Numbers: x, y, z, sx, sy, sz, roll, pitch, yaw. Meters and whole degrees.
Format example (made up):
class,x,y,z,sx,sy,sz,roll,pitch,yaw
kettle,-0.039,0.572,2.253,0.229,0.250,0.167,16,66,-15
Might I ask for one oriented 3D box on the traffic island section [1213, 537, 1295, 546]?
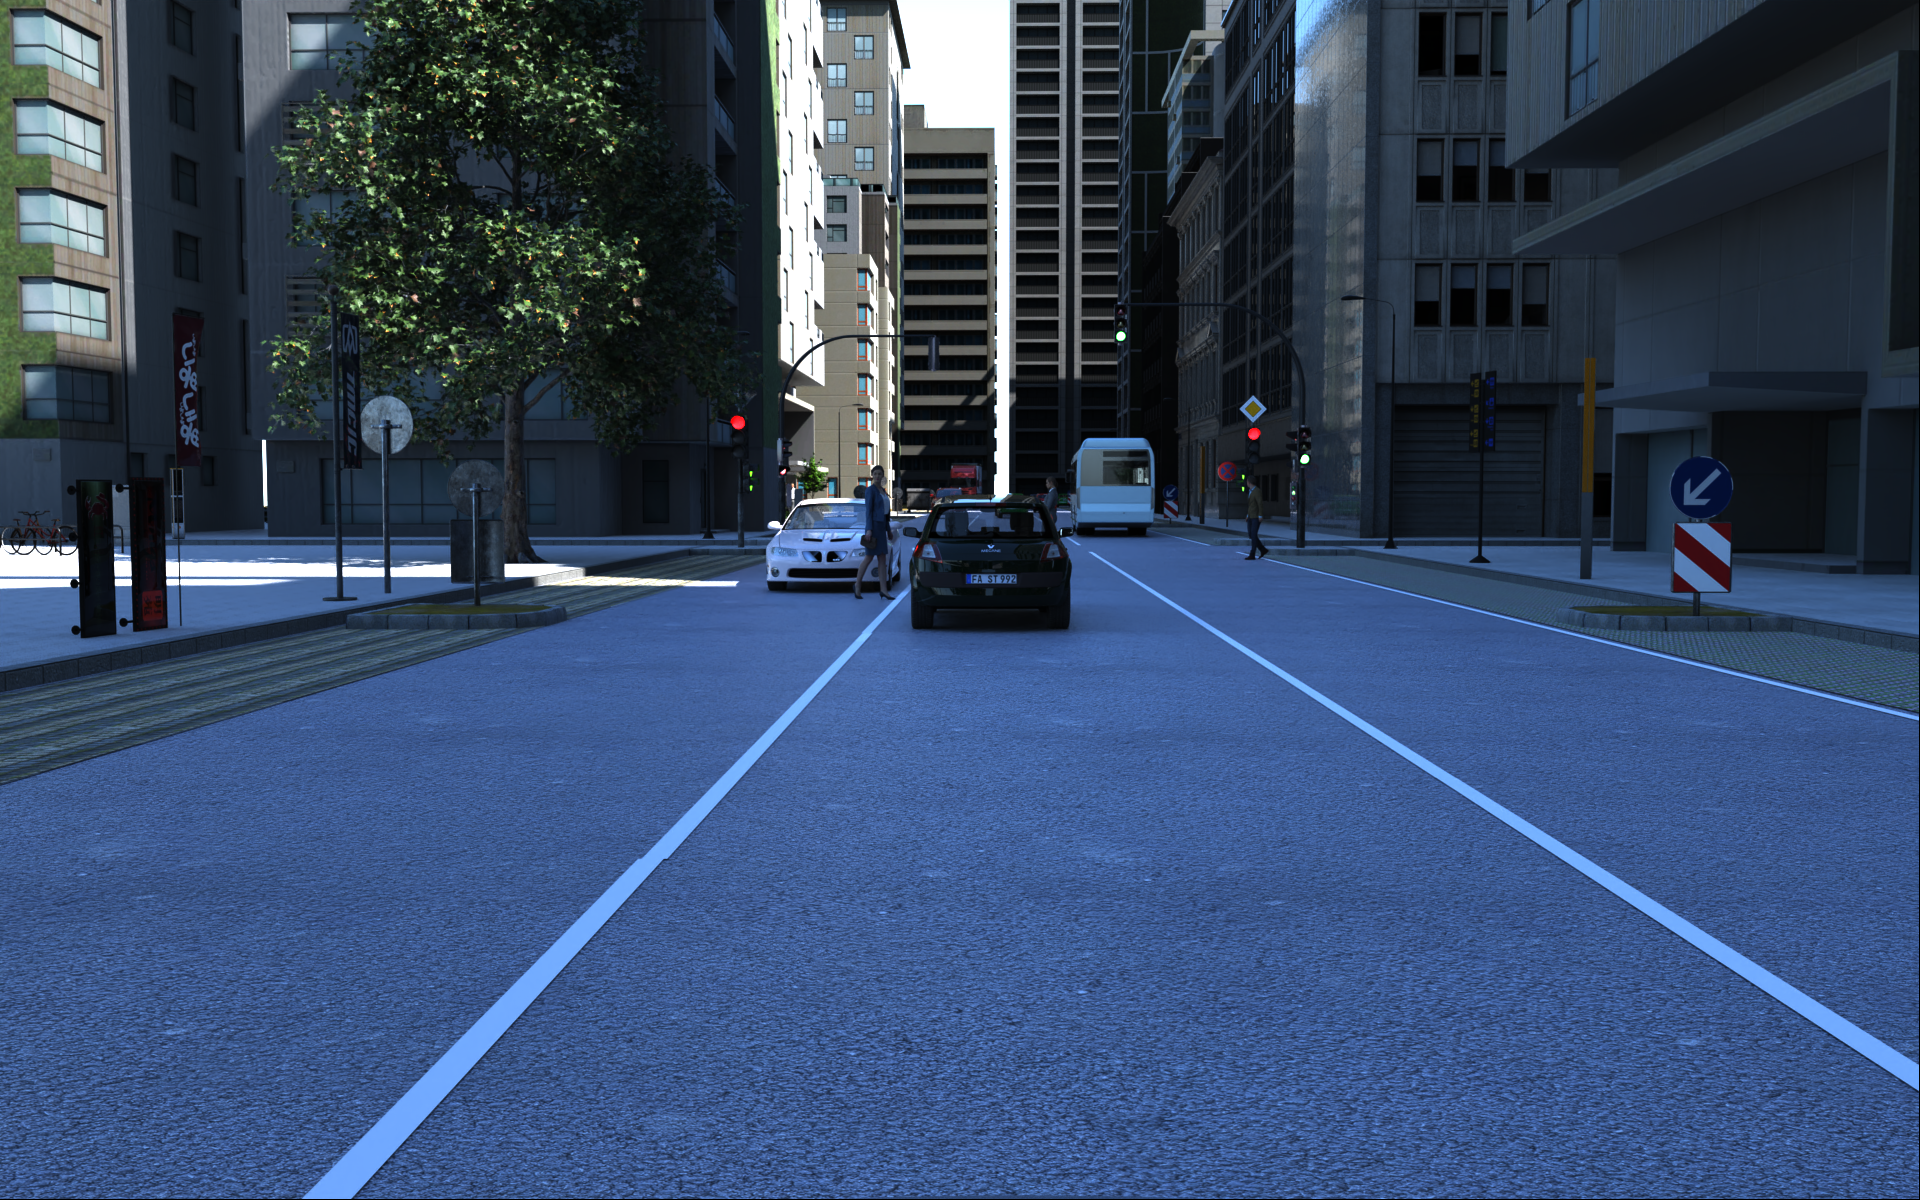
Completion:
class,x,y,z,sx,sy,sz,roll,pitch,yaw
traffic island section,8.329,-1.656,49.360,2.009,0.180,2.903,0,4,1

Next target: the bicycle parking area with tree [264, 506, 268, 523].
class,x,y,z,sx,sy,sz,roll,pitch,yaw
bicycle parking area with tree,-29.606,-5.300,73.654,8.231,4.147,9.016,-3,5,-42

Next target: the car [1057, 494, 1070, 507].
class,x,y,z,sx,sy,sz,roll,pitch,yaw
car,11.190,-10.862,186.391,1.959,1.807,4.718,0,4,-1

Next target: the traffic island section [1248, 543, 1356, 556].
class,x,y,z,sx,sy,sz,roll,pitch,yaw
traffic island section,8.150,-1.168,41.377,2.009,0.180,2.903,0,4,1

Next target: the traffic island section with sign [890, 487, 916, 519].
class,x,y,z,sx,sy,sz,roll,pitch,yaw
traffic island section with sign,-3.617,-5.686,101.592,1.989,1.847,2.006,0,4,1

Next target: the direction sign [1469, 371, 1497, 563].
class,x,y,z,sx,sy,sz,roll,pitch,yaw
direction sign,9.714,-2.462,32.259,0.379,3.537,0.876,-1,4,-13

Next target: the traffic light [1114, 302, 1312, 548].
class,x,y,z,sx,sy,sz,roll,pitch,yaw
traffic light,6.017,-4.067,41.170,4.771,5.953,1.251,0,4,1

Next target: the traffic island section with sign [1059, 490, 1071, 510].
class,x,y,z,sx,sy,sz,roll,pitch,yaw
traffic island section with sign,11.233,-10.380,178.342,1.989,1.847,2.006,0,4,1

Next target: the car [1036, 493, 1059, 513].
class,x,y,z,sx,sy,sz,roll,pitch,yaw
car,6.594,-7.676,134.540,2.155,1.783,4.494,0,4,2

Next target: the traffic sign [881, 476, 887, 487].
class,x,y,z,sx,sy,sz,roll,pitch,yaw
traffic sign,-5.291,-7.128,116.650,0.768,2.556,0.104,0,4,3

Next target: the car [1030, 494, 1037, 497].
class,x,y,z,sx,sy,sz,roll,pitch,yaw
car,7.375,-9.491,167.180,2.014,1.417,4.499,0,4,2

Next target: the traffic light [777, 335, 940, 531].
class,x,y,z,sx,sy,sz,roll,pitch,yaw
traffic light,-2.975,-4.578,49.519,4.771,5.953,1.251,0,4,1

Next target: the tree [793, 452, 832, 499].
class,x,y,z,sx,sy,sz,roll,pitch,yaw
tree,-6.707,-5.176,79.235,1.663,3.219,1.824,0,3,0

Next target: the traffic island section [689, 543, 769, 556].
class,x,y,z,sx,sy,sz,roll,pitch,yaw
traffic island section,-5.288,-1.187,41.683,2.009,0.180,2.903,0,4,1

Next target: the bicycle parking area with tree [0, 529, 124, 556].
class,x,y,z,sx,sy,sz,roll,pitch,yaw
bicycle parking area with tree,-22.161,-2.935,34.989,9.016,4.147,8.231,2,4,28

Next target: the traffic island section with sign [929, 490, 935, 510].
class,x,y,z,sx,sy,sz,roll,pitch,yaw
traffic island section with sign,-2.469,-8.760,151.845,1.989,1.847,2.006,0,4,1

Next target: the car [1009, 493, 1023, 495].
class,x,y,z,sx,sy,sz,roll,pitch,yaw
car,3.145,-5.821,103.965,1.959,1.807,4.718,0,4,-1

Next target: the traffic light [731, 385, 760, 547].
class,x,y,z,sx,sy,sz,roll,pitch,yaw
traffic light,-5.248,-3.219,41.548,0.839,4.253,0.868,0,4,1

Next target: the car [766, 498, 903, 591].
class,x,y,z,sx,sy,sz,roll,pitch,yaw
car,-1.919,-0.910,27.234,2.083,1.381,4.827,0,4,1

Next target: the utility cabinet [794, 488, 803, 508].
class,x,y,z,sx,sy,sz,roll,pitch,yaw
utility cabinet,-6.389,-3.657,68.464,0.318,1.500,1.173,0,4,-3

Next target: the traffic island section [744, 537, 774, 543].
class,x,y,z,sx,sy,sz,roll,pitch,yaw
traffic island section,-5.108,-1.675,49.667,2.009,0.180,2.903,0,4,1

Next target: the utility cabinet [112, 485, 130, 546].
class,x,y,z,sx,sy,sz,roll,pitch,yaw
utility cabinet,-20.315,-2.085,42.771,1.173,1.500,0.318,-1,4,-20

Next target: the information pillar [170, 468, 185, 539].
class,x,y,z,sx,sy,sz,roll,pitch,yaw
information pillar,-22.292,-2.743,49.342,0.304,2.012,0.304,-2,4,-33

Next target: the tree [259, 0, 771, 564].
class,x,y,z,sx,sy,sz,roll,pitch,yaw
tree,-8.183,-7.028,31.919,9.611,12.733,9.660,0,3,0

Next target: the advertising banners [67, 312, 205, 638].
class,x,y,z,sx,sy,sz,roll,pitch,yaw
advertising banners,-7.653,-1.226,16.241,0.090,3.025,2.074,1,4,9

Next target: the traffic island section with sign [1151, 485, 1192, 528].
class,x,y,z,sx,sy,sz,roll,pitch,yaw
traffic island section with sign,8.899,-4.037,74.626,1.989,1.847,2.006,0,4,1

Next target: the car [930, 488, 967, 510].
class,x,y,z,sx,sy,sz,roll,pitch,yaw
car,-0.604,-5.708,102.001,2.281,1.827,5.304,0,4,1

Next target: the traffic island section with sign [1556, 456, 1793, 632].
class,x,y,z,sx,sy,sz,roll,pitch,yaw
traffic island section with sign,7.652,-0.626,18.871,1.989,1.847,2.006,0,4,1

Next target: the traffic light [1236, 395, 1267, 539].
class,x,y,z,sx,sy,sz,roll,pitch,yaw
traffic light,8.290,-3.690,49.247,0.839,4.253,0.868,0,4,1

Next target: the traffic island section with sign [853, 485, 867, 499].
class,x,y,z,sx,sy,sz,roll,pitch,yaw
traffic island section with sign,-4.218,-4.038,74.644,1.989,1.847,2.006,0,4,1

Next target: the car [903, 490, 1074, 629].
class,x,y,z,sx,sy,sz,roll,pitch,yaw
car,0.331,-0.614,19.819,2.009,1.686,4.222,0,4,0

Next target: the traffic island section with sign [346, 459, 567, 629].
class,x,y,z,sx,sy,sz,roll,pitch,yaw
traffic island section with sign,-5.462,-0.643,19.149,1.989,1.847,2.006,0,4,1
